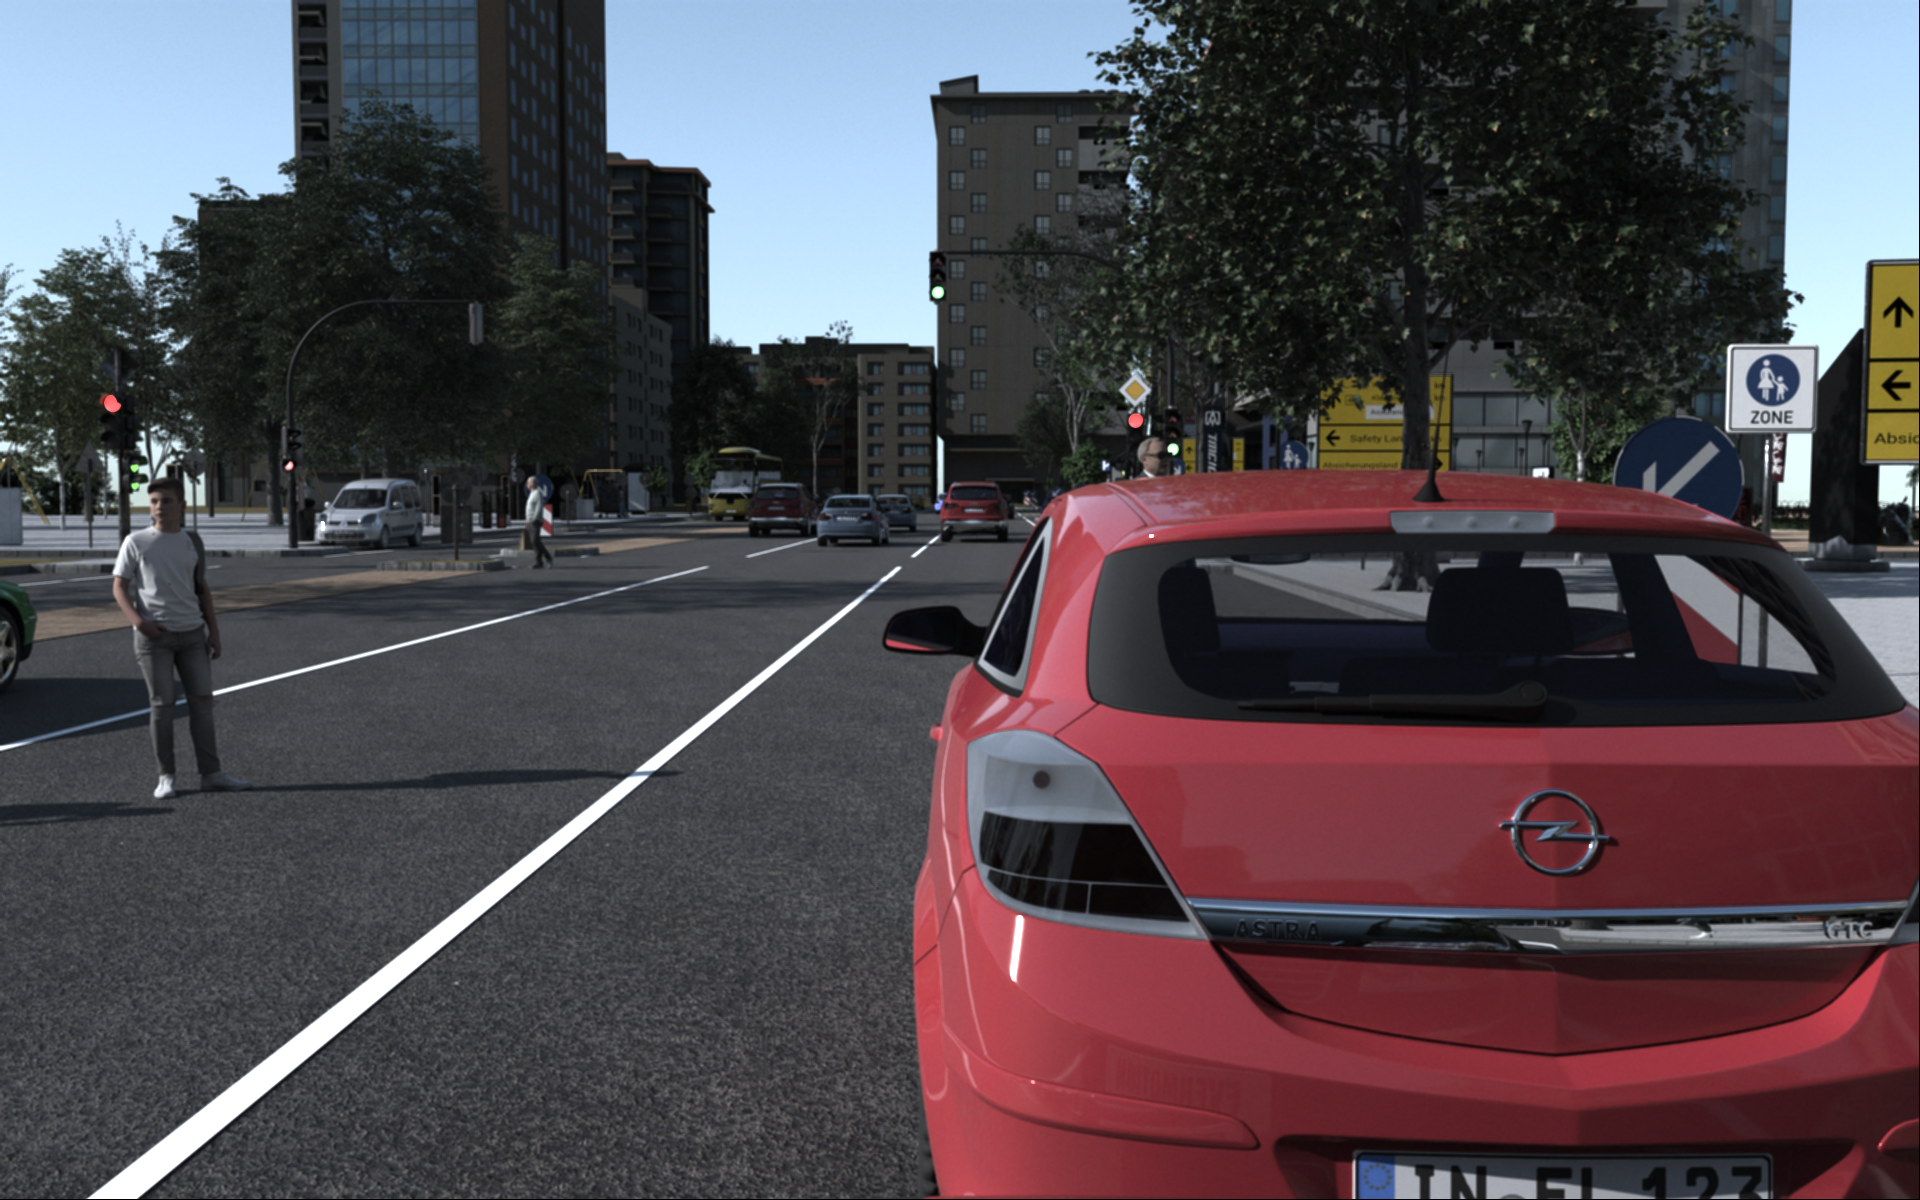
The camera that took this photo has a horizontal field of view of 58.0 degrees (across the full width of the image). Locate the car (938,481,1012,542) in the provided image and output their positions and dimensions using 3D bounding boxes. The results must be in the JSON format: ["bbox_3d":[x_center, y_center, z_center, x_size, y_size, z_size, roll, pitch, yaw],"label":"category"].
[{"bbox_3d":[0.455,-2.723,53.188,2.281,1.827,5.304,0,4,1],"label":"car"}]

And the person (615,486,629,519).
[{"bbox_3d":[-17.390,-5.029,89.108,0.643,1.720,0.563,1,4,16],"label":"person"}]

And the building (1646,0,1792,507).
[{"bbox_3d":[60.828,-33.302,164.099,30.456,49.044,23.786,0,4,1],"label":"building"}]

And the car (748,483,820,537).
[{"bbox_3d":[-6.019,-3.109,59.498,2.281,1.827,5.304,0,4,1],"label":"car"}]

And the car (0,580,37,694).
[{"bbox_3d":[-7.734,-0.126,10.852,1.959,1.807,4.718,0,4,3],"label":"car"}]

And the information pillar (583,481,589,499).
[{"bbox_3d":[-20.424,-5.504,94.486,0.304,2.012,0.304,-1,4,-10],"label":"information pillar"}]

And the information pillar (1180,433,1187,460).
[{"bbox_3d":[8.467,-4.579,66.228,0.504,3.616,0.183,-1,4,-23],"label":"information pillar"}]

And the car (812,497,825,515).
[{"bbox_3d":[-6.722,-3.734,73.627,1.945,1.354,3.894,0,4,0],"label":"car"}]

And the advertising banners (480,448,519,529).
[{"bbox_3d":[-17.270,-4.213,65.066,0.090,3.025,2.074,2,4,28],"label":"advertising banners"}]

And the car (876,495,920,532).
[{"bbox_3d":[-2.550,-3.327,66.405,2.014,1.417,4.499,0,4,-1],"label":"car"}]

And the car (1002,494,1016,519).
[{"bbox_3d":[2.203,-5.464,99.129,2.009,1.686,4.222,0,4,0],"label":"car"}]

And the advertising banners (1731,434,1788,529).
[{"bbox_3d":[18.074,-2.686,40.102,2.074,3.025,0.090,1,4,21],"label":"advertising banners"}]

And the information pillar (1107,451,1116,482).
[{"bbox_3d":[8.208,-6.281,94.043,0.504,3.616,0.183,1,4,19],"label":"information pillar"}]

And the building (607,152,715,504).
[{"bbox_3d":[-47.219,-34.880,224.907,28.867,44.769,22.147,0,4,1],"label":"building"}]

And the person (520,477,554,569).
[{"bbox_3d":[-8.151,-1.488,33.314,0.515,1.767,0.782,-2,4,-30],"label":"person"}]

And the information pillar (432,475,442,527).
[{"bbox_3d":[-20.296,-3.836,67.215,0.304,2.012,0.304,-1,4,-9],"label":"information pillar"}]

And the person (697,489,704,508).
[{"bbox_3d":[-24.271,-9.419,160.825,0.721,1.735,1.217,3,5,44],"label":"person"}]

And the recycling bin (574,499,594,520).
[{"bbox_3d":[-18.635,-4.484,85.873,0.722,1.027,0.722,1,4,19],"label":"recycling bin"}]

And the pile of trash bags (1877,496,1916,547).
[{"bbox_3d":[23.207,-2.020,42.772,1.912,1.369,3.447,-3,5,-41],"label":"pile of trash bags"}]

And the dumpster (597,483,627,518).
[{"bbox_3d":[-18.718,-5.346,93.166,1.264,1.857,1.865,0,4,1],"label":"dumpster"}]

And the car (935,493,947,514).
[{"bbox_3d":[-0.865,-6.982,123.753,1.945,1.707,3.694,0,4,2],"label":"car"}]

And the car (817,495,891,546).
[{"bbox_3d":[-2.989,-2.251,48.814,2.014,1.417,4.499,0,4,2],"label":"car"}]

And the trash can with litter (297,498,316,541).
[{"bbox_3d":[-17.922,-2.186,47.123,0.624,1.170,1.055,-2,4,-35],"label":"trash can with litter"}]

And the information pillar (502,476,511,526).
[{"bbox_3d":[-18.102,-3.950,69.072,0.304,2.012,0.304,-1,4,-10],"label":"information pillar"}]

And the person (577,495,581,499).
[{"bbox_3d":[-22.747,-5.675,103.849,0.505,1.210,0.382,3,5,41],"label":"person"}]

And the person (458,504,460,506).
[{"bbox_3d":[-32.157,-6.460,111.445,0.755,1.850,0.659,-1,4,-18],"label":"person"}]

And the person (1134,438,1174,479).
[{"bbox_3d":[1.352,-0.167,11.408,0.661,1.801,0.590,-3,4,-37],"label":"person"}]

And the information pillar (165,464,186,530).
[{"bbox_3d":[-19.361,-2.341,42.763,0.304,2.012,0.304,1,4,8],"label":"information pillar"}]

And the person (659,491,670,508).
[{"bbox_3d":[-28.075,-9.649,164.531,0.721,1.736,1.217,3,5,42],"label":"person"}]

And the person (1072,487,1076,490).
[{"bbox_3d":[7.218,-6.204,108.044,0.524,1.755,0.480,-2,4,-26],"label":"person"}]

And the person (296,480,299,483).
[{"bbox_3d":[-24.622,-3.567,64.589,0.641,1.798,0.478,1,4,18],"label":"person"}]

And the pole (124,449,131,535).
[{"bbox_3d":[-21.070,-3.047,43.662,0.158,3.312,0.155,0,3,0],"label":"pole"}]

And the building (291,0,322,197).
[{"bbox_3d":[-71.983,-47.993,222.939,20.611,71.187,20.563,0,4,1],"label":"building"}]

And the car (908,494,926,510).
[{"bbox_3d":[-4.179,-9.137,159.615,2.015,1.641,3.980,0,4,1],"label":"car"}]

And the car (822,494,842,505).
[{"bbox_3d":[-10.831,-8.558,148.712,1.959,1.807,4.718,0,4,0],"label":"car"}]

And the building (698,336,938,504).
[{"bbox_3d":[-17.823,-23.399,227.616,28.899,21.520,27.650,0,4,1],"label":"building"}]

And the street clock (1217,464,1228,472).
[{"bbox_3d":[6.382,-2.301,42.191,0.358,2.002,0.471,0,4,1],"label":"street clock"}]

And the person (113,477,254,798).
[{"bbox_3d":[-3.717,0.174,8.254,0.523,1.515,0.503,1,4,13],"label":"person"}]

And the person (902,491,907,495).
[{"bbox_3d":[-6.169,-11.269,192.887,1.348,1.807,0.705,1,4,11],"label":"person"}]

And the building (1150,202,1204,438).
[{"bbox_3d":[31.866,-34.847,219.862,14.200,45.320,14.600,0,4,1],"label":"building"}]

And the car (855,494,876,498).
[{"bbox_3d":[-5.759,-5.783,104.341,2.009,1.686,4.222,0,4,2],"label":"car"}]

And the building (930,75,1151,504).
[{"bbox_3d":[10.377,-38.983,226.607,27.495,52.752,28.713,0,4,1],"label":"building"}]

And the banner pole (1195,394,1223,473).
[{"bbox_3d":[6.140,-3.255,43.239,0.863,3.779,0.401,1,4,10],"label":"banner pole"}]

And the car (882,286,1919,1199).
[{"bbox_3d":[0.845,0.280,4.460,2.155,1.783,4.494,0,4,1],"label":"car"}]

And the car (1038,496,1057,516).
[{"bbox_3d":[4.584,-4.140,80.275,1.945,1.354,3.894,0,4,3],"label":"car"}]

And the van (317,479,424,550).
[{"bbox_3d":[-15.550,-2.369,45.748,2.013,2.044,4.112,0,4,1],"label":"van"}]
